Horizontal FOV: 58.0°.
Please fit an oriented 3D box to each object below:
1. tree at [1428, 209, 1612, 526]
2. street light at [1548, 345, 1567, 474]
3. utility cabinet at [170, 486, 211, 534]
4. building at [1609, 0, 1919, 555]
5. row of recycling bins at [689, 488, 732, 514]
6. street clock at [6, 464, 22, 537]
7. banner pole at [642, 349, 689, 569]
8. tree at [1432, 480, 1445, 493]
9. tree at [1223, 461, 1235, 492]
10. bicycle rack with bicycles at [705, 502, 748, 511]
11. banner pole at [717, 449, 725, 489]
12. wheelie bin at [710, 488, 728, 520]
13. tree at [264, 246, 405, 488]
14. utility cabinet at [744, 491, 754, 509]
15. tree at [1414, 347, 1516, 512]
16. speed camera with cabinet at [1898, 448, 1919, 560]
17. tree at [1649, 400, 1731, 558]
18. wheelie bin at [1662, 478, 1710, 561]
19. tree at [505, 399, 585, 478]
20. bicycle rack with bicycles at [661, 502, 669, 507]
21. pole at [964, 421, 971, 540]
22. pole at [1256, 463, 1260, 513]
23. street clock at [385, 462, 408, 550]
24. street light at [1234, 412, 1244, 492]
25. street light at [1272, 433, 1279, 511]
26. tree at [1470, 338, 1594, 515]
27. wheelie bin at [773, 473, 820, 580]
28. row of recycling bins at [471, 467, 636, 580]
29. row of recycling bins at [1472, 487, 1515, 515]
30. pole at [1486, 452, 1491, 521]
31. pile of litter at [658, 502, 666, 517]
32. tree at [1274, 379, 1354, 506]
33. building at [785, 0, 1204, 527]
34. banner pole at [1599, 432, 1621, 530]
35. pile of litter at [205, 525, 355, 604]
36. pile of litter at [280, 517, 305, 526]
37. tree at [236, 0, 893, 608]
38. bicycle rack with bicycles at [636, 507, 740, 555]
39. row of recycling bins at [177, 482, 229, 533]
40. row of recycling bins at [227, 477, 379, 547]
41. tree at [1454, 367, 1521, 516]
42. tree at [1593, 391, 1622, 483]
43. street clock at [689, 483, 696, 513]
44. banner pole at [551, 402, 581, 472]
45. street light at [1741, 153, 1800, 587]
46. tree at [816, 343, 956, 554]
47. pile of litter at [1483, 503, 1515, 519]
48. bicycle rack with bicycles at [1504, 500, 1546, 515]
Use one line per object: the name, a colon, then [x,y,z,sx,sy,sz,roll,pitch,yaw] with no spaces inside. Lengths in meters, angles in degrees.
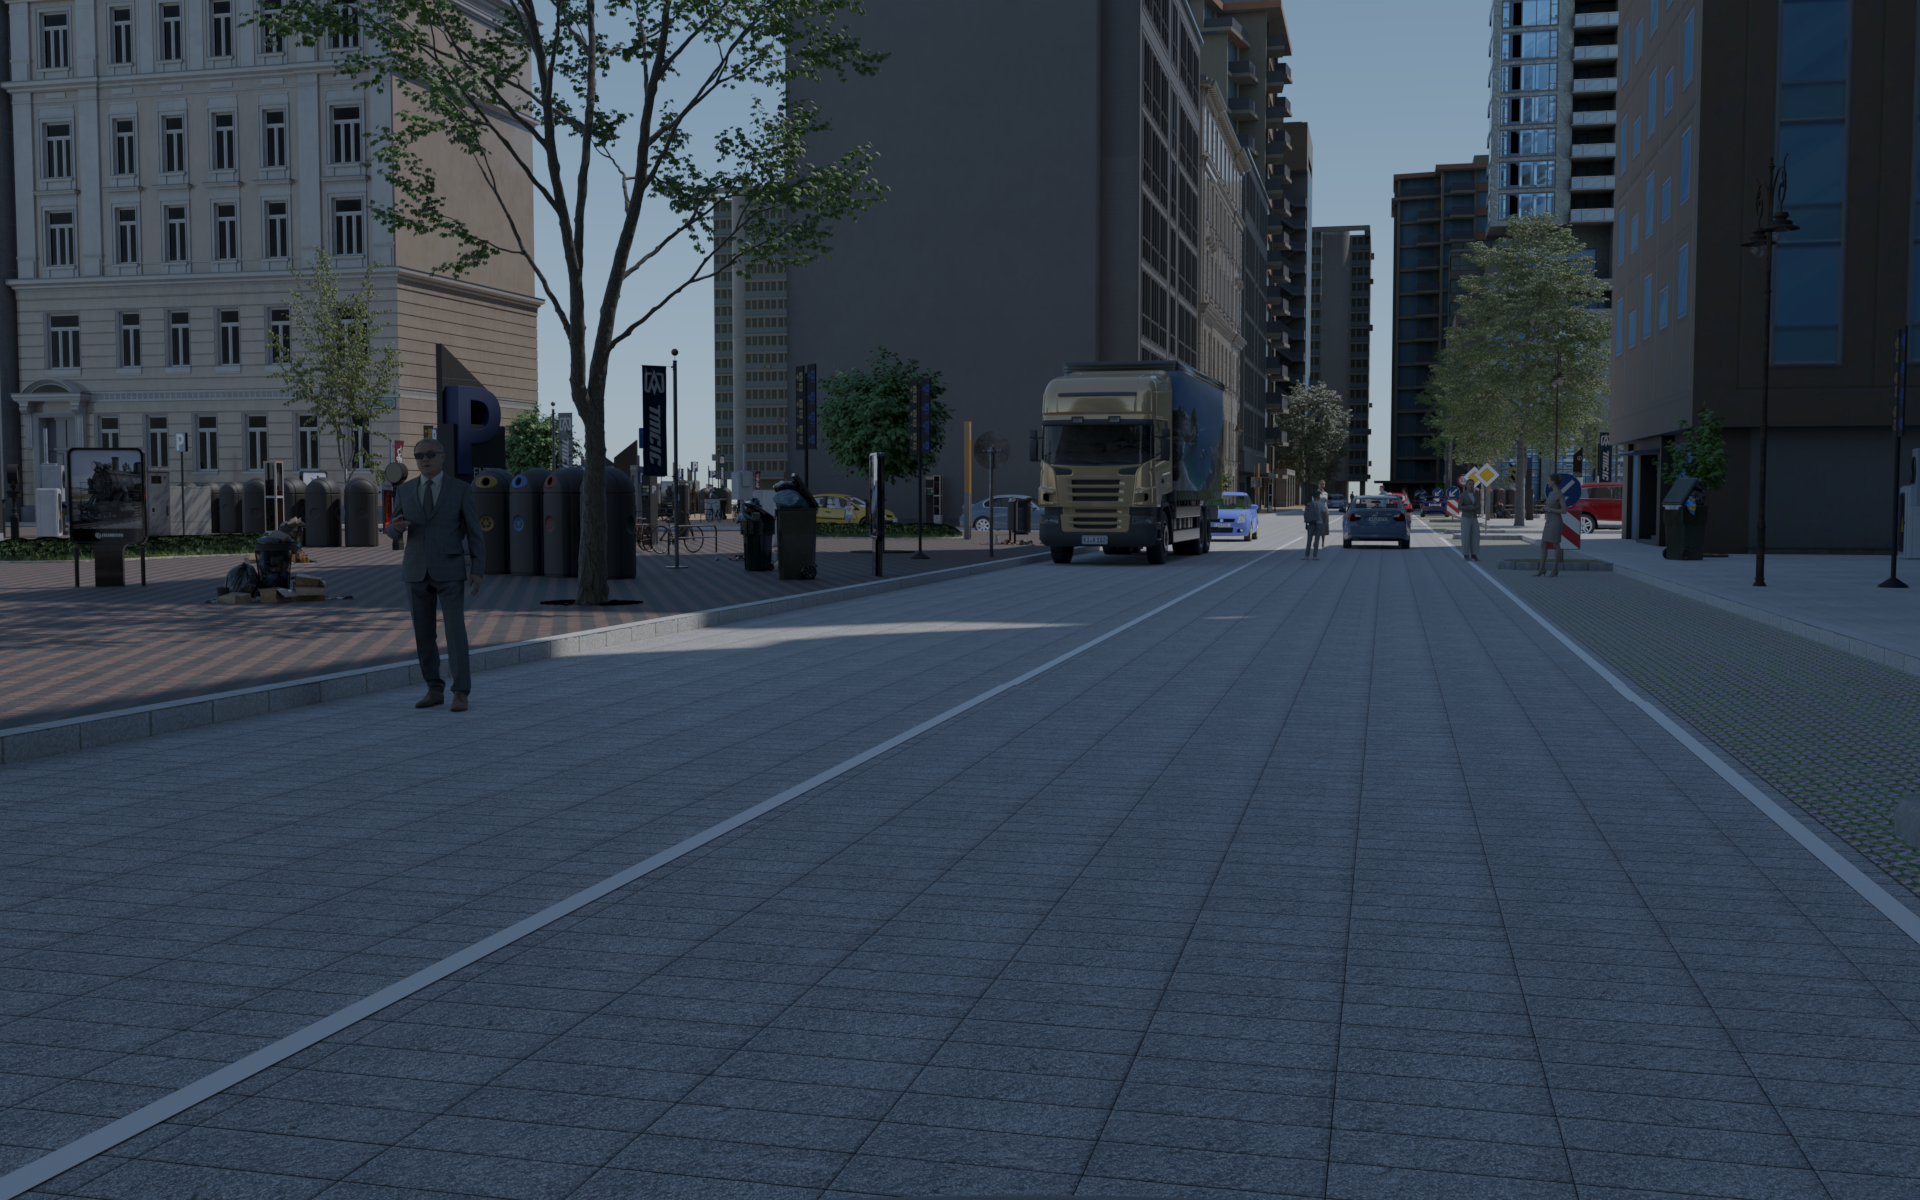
tree: [22.901,-9.246,69.295,7.486,12.596,7.792,0,3,0]
street light: [18.615,-4.970,54.053,0.468,5.910,1.993,1,4,14]
utility cabinet: [-22.503,-2.559,50.516,0.318,1.500,1.173,3,5,43]
building: [23.894,-23.888,40.678,14.600,45.320,14.200,1,4,14]
row of recycling bins: [-16.248,-6.443,112.455,3.534,1.692,1.069,2,4,32]
street clock: [-23.098,-2.307,42.296,0.358,2.002,0.471,-1,4,-22]
banner pole: [-5.090,-2.431,29.757,0.863,3.779,0.401,-3,4,-37]
tree: [58.041,-13.192,210.289,1.663,3.219,1.824,0,3,0]
tree: [13.038,-5.665,87.228,1.663,3.219,1.824,0,3,0]
bicycle rack with bicycles: [-10.513,-4.010,78.937,2.852,0.926,2.925,1,4,11]
banner pole: [-13.254,-6.481,95.977,0.401,3.779,0.863,2,4,25]
wheelie bin: [-12.117,-4.819,86.690,0.693,1.594,0.980,3,4,38]
tree: [-18.251,-6.166,51.184,4.737,8.622,4.395,0,3,0]
utility cabinet: [-16.670,-7.848,136.993,1.173,1.500,0.318,1,4,23]
tree: [36.038,-12.030,122.446,9.928,11.665,9.643,0,3,0]
speed camera with cabinet: [18.667,-2.398,33.540,0.660,3.252,2.038,1,4,21]
tree: [15.289,-2.499,35.467,1.663,3.219,1.824,0,3,0]
wheelie bin: [14.119,-1.578,33.707,0.693,1.594,0.980,-1,4,-12]
tree: [-14.628,-4.670,60.070,4.285,4.588,4.351,0,3,0]
bicycle rack with bicycles: [-14.345,-4.190,81.895,2.925,0.926,2.852,0,4,-1]
pole: [0.219,-3.357,48.738,0.158,3.312,0.155,0,3,0]
pole: [19.737,-7.397,114.785,0.158,3.312,0.155,0,3,0]
street clock: [-12.867,-2.143,39.606,0.471,2.002,0.358,1,4,19]
street light: [15.676,-7.632,97.577,0.468,5.910,1.993,1,4,14]
street light: [23.279,-9.484,127.851,0.468,5.910,1.993,1,4,14]
tree: [25.440,-7.855,78.797,4.737,8.622,4.395,0,3,0]
wheelie bin: [-2.477,-1.112,26.093,0.693,1.594,0.980,-1,4,-9]
row of recycling bins: [-6.400,-1.226,27.160,3.534,1.692,1.069,3,4,37]
row of recycling bins: [33.500,-6.231,108.982,3.534,1.692,1.069,-1,4,-18]
pole: [25.541,-5.499,83.751,0.158,3.312,0.155,0,3,0]
pile of litter: [-16.943,-5.177,98.604,1.719,0.858,1.176,2,4,34]
tree: [38.912,-17.509,192.921,9.857,13.997,8.962,0,3,0]
building: [2.712,-17.460,78.981,14.314,27.812,24.014,1,4,14]
banner pole: [23.126,-4.381,61.642,0.863,3.779,0.401,0,4,-3]
pile of litter: [-8.157,-0.422,20.860,1.719,0.858,1.176,-1,4,-20]
pile of litter: [-12.684,-1.123,32.328,1.176,0.858,1.719,-3,4,-37]
tree: [-4.213,-5.742,19.637,9.928,11.665,9.643,0,3,0]
bicycle rack with bicycles: [-6.739,-1.485,37.655,2.852,0.926,2.925,2,4,28]
row of recycling bins: [-24.279,-3.058,57.104,3.534,1.692,1.069,1,4,12]
row of recycling bins: [-15.906,-2.155,42.354,3.534,1.692,1.069,1,4,10]
tree: [30.138,-9.101,99.158,4.360,8.622,3.978,0,3,0]
tree: [42.264,-10.077,115.117,4.737,8.622,4.395,0,3,0]
street clock: [-16.808,-6.381,108.901,0.358,2.002,0.471,-2,4,-33]
banner pole: [-10.803,-3.479,46.896,0.863,3.779,0.401,2,4,24]
street light: [11.120,-3.127,23.909,0.468,5.910,1.993,1,4,14]
tree: [-1.650,-3.319,37.982,4.285,4.588,4.351,0,3,0]
pile of litter: [27.966,-4.648,89.956,1.719,0.858,1.176,2,4,27]
bicycle rack with bicycles: [34.030,-5.519,103.612,2.925,0.926,2.852,-1,4,-11]
